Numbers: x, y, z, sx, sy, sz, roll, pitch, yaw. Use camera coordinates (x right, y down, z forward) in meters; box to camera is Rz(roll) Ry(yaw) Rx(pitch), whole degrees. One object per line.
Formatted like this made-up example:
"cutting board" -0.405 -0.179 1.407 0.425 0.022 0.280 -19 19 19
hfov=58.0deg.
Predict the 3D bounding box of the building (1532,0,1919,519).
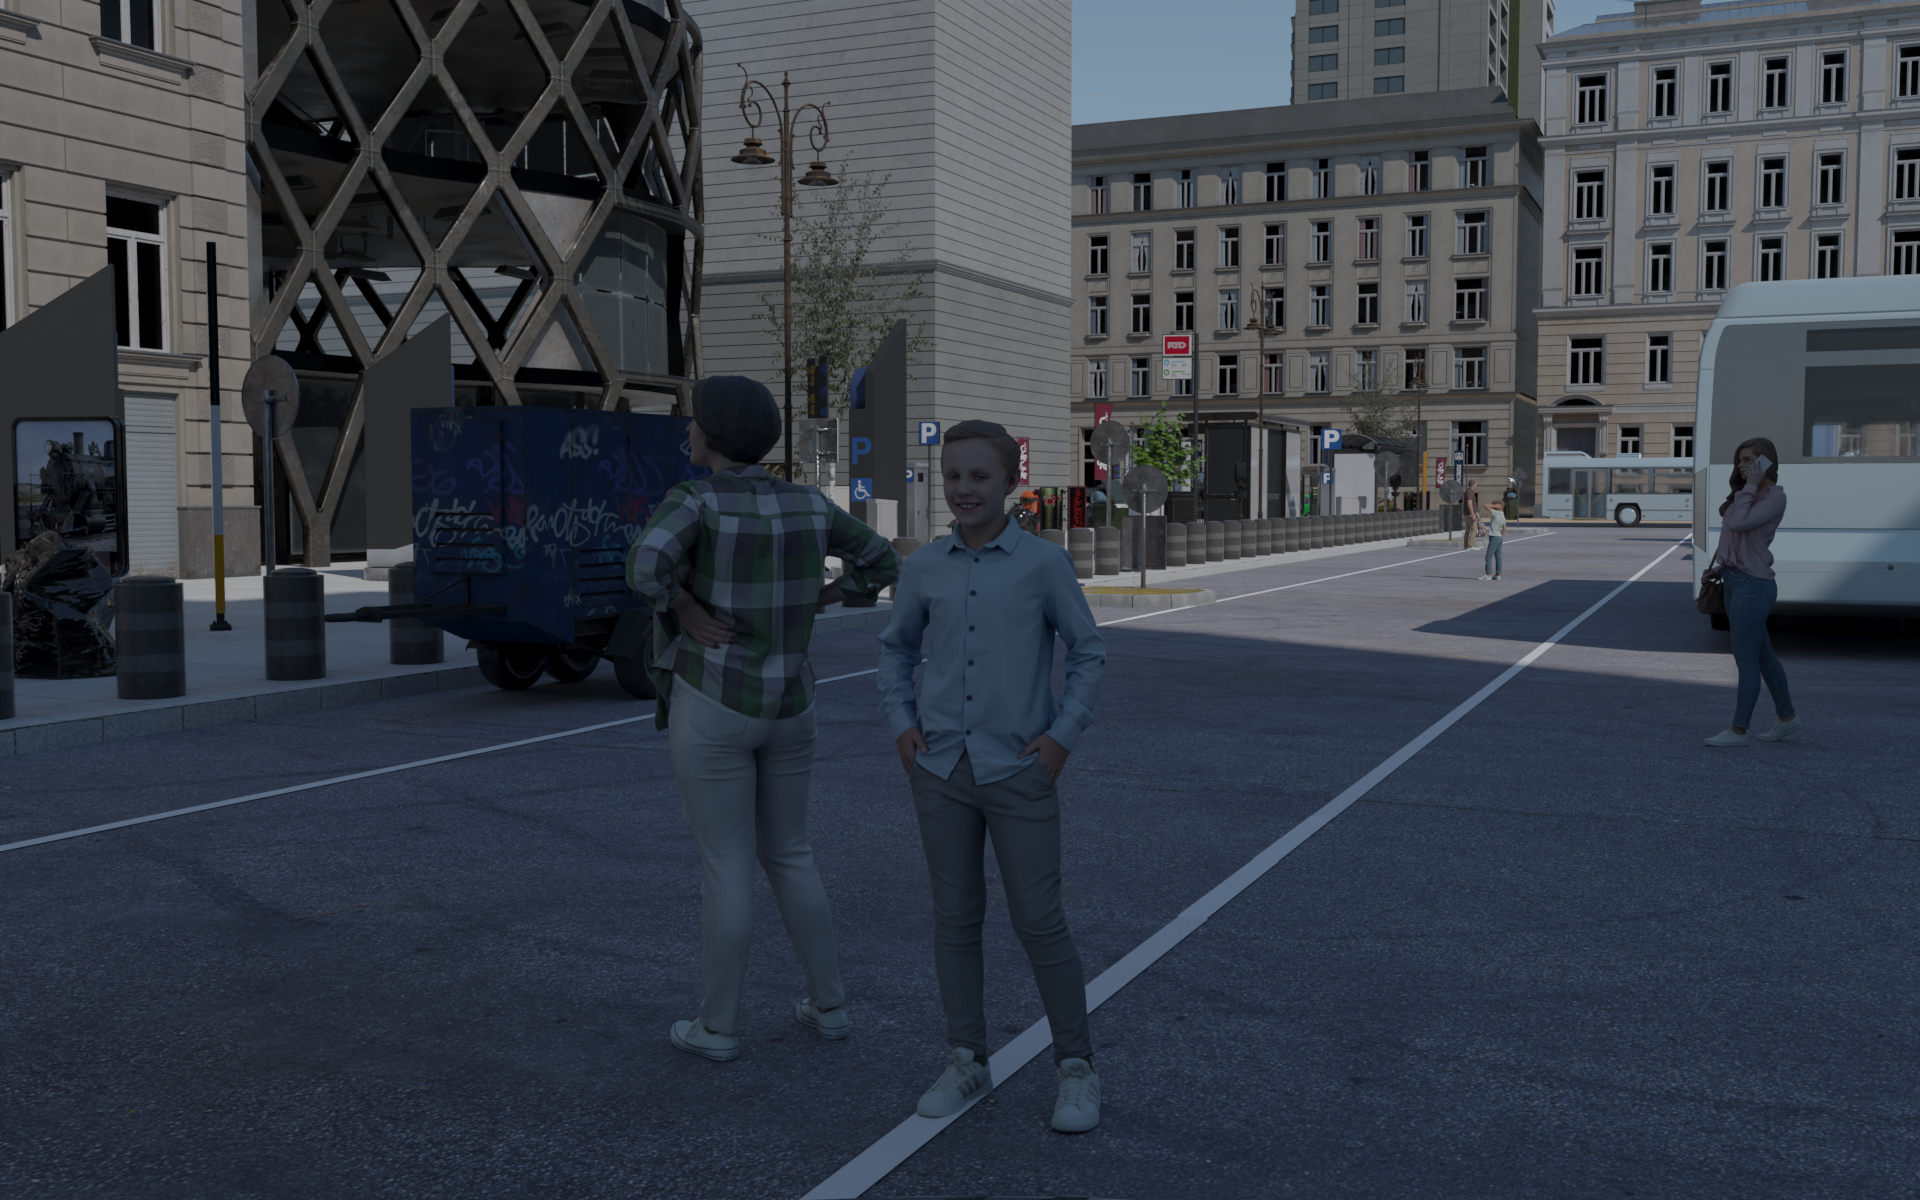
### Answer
"building" 41.492 -18.702 91.676 20.117 28.700 13.634 2 4 24

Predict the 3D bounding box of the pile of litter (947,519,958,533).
"pile of litter" 0.024 -1.131 32.452 1.719 0.858 1.176 1 4 19

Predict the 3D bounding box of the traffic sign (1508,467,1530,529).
"traffic sign" 20.679 -3.700 64.132 0.795 2.450 0.064 2 4 24

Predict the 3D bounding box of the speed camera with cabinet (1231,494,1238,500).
"speed camera with cabinet" 13.440 -5.620 86.230 0.660 3.252 2.038 0 4 -2

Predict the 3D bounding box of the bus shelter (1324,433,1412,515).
"bus shelter" 14.099 -4.030 59.818 2.014 3.302 5.546 2 4 24

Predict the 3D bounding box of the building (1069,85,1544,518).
"building" 19.243 -16.528 103.519 30.059 22.955 16.112 2 4 24

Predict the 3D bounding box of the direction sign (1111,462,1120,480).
"direction sign" 8.005 -6.081 91.415 0.876 3.537 0.379 -1 4 -10

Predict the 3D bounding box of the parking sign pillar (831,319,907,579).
"parking sign pillar" -1.235 -2.307 26.189 1.447 3.967 1.447 1 4 20

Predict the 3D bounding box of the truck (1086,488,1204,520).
"truck" 8.848 -5.675 82.550 18.799 4.110 2.967 1 4 23

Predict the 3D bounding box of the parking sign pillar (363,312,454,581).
"parking sign pillar" -8.223 -2.295 25.992 1.447 3.967 1.447 0 4 3

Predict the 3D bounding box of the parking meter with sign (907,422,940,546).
"parking meter with sign" -1.105 -2.740 41.061 0.543 3.016 1.738 2 4 26

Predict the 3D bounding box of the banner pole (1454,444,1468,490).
"banner pole" 25.343 -5.960 87.461 0.863 3.779 0.401 0 4 4

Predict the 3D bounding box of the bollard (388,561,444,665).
"bollard" -4.134 0.095 13.169 0.404 0.777 0.398 0 3 0

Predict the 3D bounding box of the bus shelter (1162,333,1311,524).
"bus shelter" 7.152 -4.156 45.575 2.179 5.291 8.768 2 4 24

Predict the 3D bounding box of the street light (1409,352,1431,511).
"street light" 14.926 -5.112 56.362 0.468 5.910 1.993 2 4 24

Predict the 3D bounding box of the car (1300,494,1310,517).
"car" 13.898 -3.984 73.927 4.718 1.807 1.959 2 4 25

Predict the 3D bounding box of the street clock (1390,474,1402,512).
"street clock" 15.719 -3.546 62.551 0.358 2.002 0.471 3 5 43

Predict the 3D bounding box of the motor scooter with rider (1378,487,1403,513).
"motor scooter with rider" 17.665 -3.880 72.410 1.986 1.779 0.876 2 4 23

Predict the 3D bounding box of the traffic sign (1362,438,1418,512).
"traffic sign" 15.570 -4.245 63.285 2.265 3.308 0.079 2 4 30

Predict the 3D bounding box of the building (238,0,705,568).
"building" -14.622 -10.426 37.925 16.820 18.784 16.811 2 4 24

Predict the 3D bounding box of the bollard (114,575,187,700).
"bollard" -5.127 0.229 10.969 0.404 0.777 0.398 0 3 0

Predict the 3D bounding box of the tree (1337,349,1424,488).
"tree" 21.490 -8.461 88.694 4.360 8.622 3.978 0 3 0

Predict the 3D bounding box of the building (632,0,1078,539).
"building" -11.843 -17.276 59.951 29.804 29.767 11.434 2 4 24

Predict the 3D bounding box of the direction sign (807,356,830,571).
"direction sign" -2.356 -2.251 28.797 0.379 3.537 0.876 -2 4 -26

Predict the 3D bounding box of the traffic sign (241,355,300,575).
"traffic sign" -6.347 -0.966 15.904 0.768 2.556 0.104 2 4 29

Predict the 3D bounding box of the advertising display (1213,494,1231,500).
"advertising display" 8.154 -2.977 53.884 0.123 1.923 0.974 -1 4 -19

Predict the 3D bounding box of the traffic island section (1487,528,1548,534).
"traffic island section" 20.655 -2.564 64.204 2.009 0.180 2.903 2 4 24

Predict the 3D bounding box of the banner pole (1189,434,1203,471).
"banner pole" 9.455 -4.887 69.915 0.401 3.779 0.863 -3 5 -44

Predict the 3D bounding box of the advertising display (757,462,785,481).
"advertising display" -3.881 -1.842 35.323 0.974 1.923 0.123 2 4 30

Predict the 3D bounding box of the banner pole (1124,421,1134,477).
"banner pole" 5.773 -4.226 59.119 0.401 3.779 0.863 2 4 32

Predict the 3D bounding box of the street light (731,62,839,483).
"street light" -1.899 -2.832 19.092 0.468 5.910 1.993 2 4 24

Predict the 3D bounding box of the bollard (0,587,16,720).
"bollard" -5.624 0.296 9.874 0.404 0.777 0.398 0 3 0

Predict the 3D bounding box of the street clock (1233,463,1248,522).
"street clock" 6.506 -2.182 40.238 0.358 2.002 0.471 0 4 3

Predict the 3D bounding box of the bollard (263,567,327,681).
"bollard" -4.633 0.162 12.065 0.404 0.777 0.398 0 3 0

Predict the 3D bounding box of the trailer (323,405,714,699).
"trailer" -2.898 -0.303 12.007 1.471 1.999 3.904 2 4 26

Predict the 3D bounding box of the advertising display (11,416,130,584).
"advertising display" -7.423 -0.566 14.468 0.974 1.923 0.123 1 4 9

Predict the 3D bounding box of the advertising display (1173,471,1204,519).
"advertising display" 6.561 -2.701 49.379 0.974 1.923 0.123 1 4 12

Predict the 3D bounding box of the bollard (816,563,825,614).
"bollard" -1.653 -0.241 18.651 0.404 0.777 0.398 0 3 0

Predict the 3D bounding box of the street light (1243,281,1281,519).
"street light" 6.571 -3.975 37.783 0.468 5.910 1.993 2 4 24

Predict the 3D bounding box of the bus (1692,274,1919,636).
"bus" 10.429 -1.579 20.684 2.948 3.499 13.247 2 4 25

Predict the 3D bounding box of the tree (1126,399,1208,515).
"tree" 4.252 -2.501 35.489 1.663 3.219 1.824 0 3 0

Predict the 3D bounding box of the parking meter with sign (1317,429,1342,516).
"parking meter with sign" 10.018 -3.120 47.267 0.543 3.016 1.738 0 4 5

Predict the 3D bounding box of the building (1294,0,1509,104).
"building" 46.222 -45.047 174.772 20.563 71.187 20.611 2 4 24

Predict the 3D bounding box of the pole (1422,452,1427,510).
"pole" 22.246 -5.453 82.996 0.158 3.312 0.155 0 3 0

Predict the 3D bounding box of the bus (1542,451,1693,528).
"bus" 31.674 -4.791 73.190 13.247 3.499 2.948 1 4 23

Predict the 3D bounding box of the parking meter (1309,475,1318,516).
"parking meter" 10.748 -2.860 52.471 0.255 1.863 0.399 0 4 -2

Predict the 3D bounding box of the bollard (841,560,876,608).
"bollard" -1.154 -0.307 19.744 0.404 0.777 0.398 0 3 0

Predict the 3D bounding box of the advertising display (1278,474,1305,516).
"advertising display" 10.680 -3.096 55.835 0.123 1.923 0.974 -3 5 -41

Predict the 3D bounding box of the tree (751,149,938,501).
"tree" -2.729 -5.364 38.071 4.360 8.622 3.978 0 3 0

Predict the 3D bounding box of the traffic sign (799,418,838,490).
"traffic sign" -1.927 -1.305 23.467 0.606 2.300 0.079 2 4 26

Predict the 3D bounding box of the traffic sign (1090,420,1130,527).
"traffic sign" 2.574 -1.826 29.954 0.768 2.556 0.104 2 4 32

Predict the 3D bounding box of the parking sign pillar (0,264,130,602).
"parking sign pillar" -10.592 -1.954 20.428 1.447 3.967 1.447 -1 4 -10

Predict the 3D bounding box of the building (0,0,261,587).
"building" -21.087 -13.478 17.624 12.463 27.353 25.104 2 4 24

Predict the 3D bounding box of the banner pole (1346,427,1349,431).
"banner pole" 14.541 -4.600 65.224 0.401 3.779 0.863 0 4 3

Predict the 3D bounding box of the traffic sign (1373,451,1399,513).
"traffic sign" 12.657 -3.143 51.498 0.768 2.556 0.104 2 4 26

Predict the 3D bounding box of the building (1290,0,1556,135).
"building" 52.647 -40.196 199.208 28.212 58.520 21.231 2 4 24

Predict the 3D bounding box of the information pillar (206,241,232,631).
"information pillar" -7.032 -1.529 16.358 0.183 3.616 0.504 -2 4 -24
